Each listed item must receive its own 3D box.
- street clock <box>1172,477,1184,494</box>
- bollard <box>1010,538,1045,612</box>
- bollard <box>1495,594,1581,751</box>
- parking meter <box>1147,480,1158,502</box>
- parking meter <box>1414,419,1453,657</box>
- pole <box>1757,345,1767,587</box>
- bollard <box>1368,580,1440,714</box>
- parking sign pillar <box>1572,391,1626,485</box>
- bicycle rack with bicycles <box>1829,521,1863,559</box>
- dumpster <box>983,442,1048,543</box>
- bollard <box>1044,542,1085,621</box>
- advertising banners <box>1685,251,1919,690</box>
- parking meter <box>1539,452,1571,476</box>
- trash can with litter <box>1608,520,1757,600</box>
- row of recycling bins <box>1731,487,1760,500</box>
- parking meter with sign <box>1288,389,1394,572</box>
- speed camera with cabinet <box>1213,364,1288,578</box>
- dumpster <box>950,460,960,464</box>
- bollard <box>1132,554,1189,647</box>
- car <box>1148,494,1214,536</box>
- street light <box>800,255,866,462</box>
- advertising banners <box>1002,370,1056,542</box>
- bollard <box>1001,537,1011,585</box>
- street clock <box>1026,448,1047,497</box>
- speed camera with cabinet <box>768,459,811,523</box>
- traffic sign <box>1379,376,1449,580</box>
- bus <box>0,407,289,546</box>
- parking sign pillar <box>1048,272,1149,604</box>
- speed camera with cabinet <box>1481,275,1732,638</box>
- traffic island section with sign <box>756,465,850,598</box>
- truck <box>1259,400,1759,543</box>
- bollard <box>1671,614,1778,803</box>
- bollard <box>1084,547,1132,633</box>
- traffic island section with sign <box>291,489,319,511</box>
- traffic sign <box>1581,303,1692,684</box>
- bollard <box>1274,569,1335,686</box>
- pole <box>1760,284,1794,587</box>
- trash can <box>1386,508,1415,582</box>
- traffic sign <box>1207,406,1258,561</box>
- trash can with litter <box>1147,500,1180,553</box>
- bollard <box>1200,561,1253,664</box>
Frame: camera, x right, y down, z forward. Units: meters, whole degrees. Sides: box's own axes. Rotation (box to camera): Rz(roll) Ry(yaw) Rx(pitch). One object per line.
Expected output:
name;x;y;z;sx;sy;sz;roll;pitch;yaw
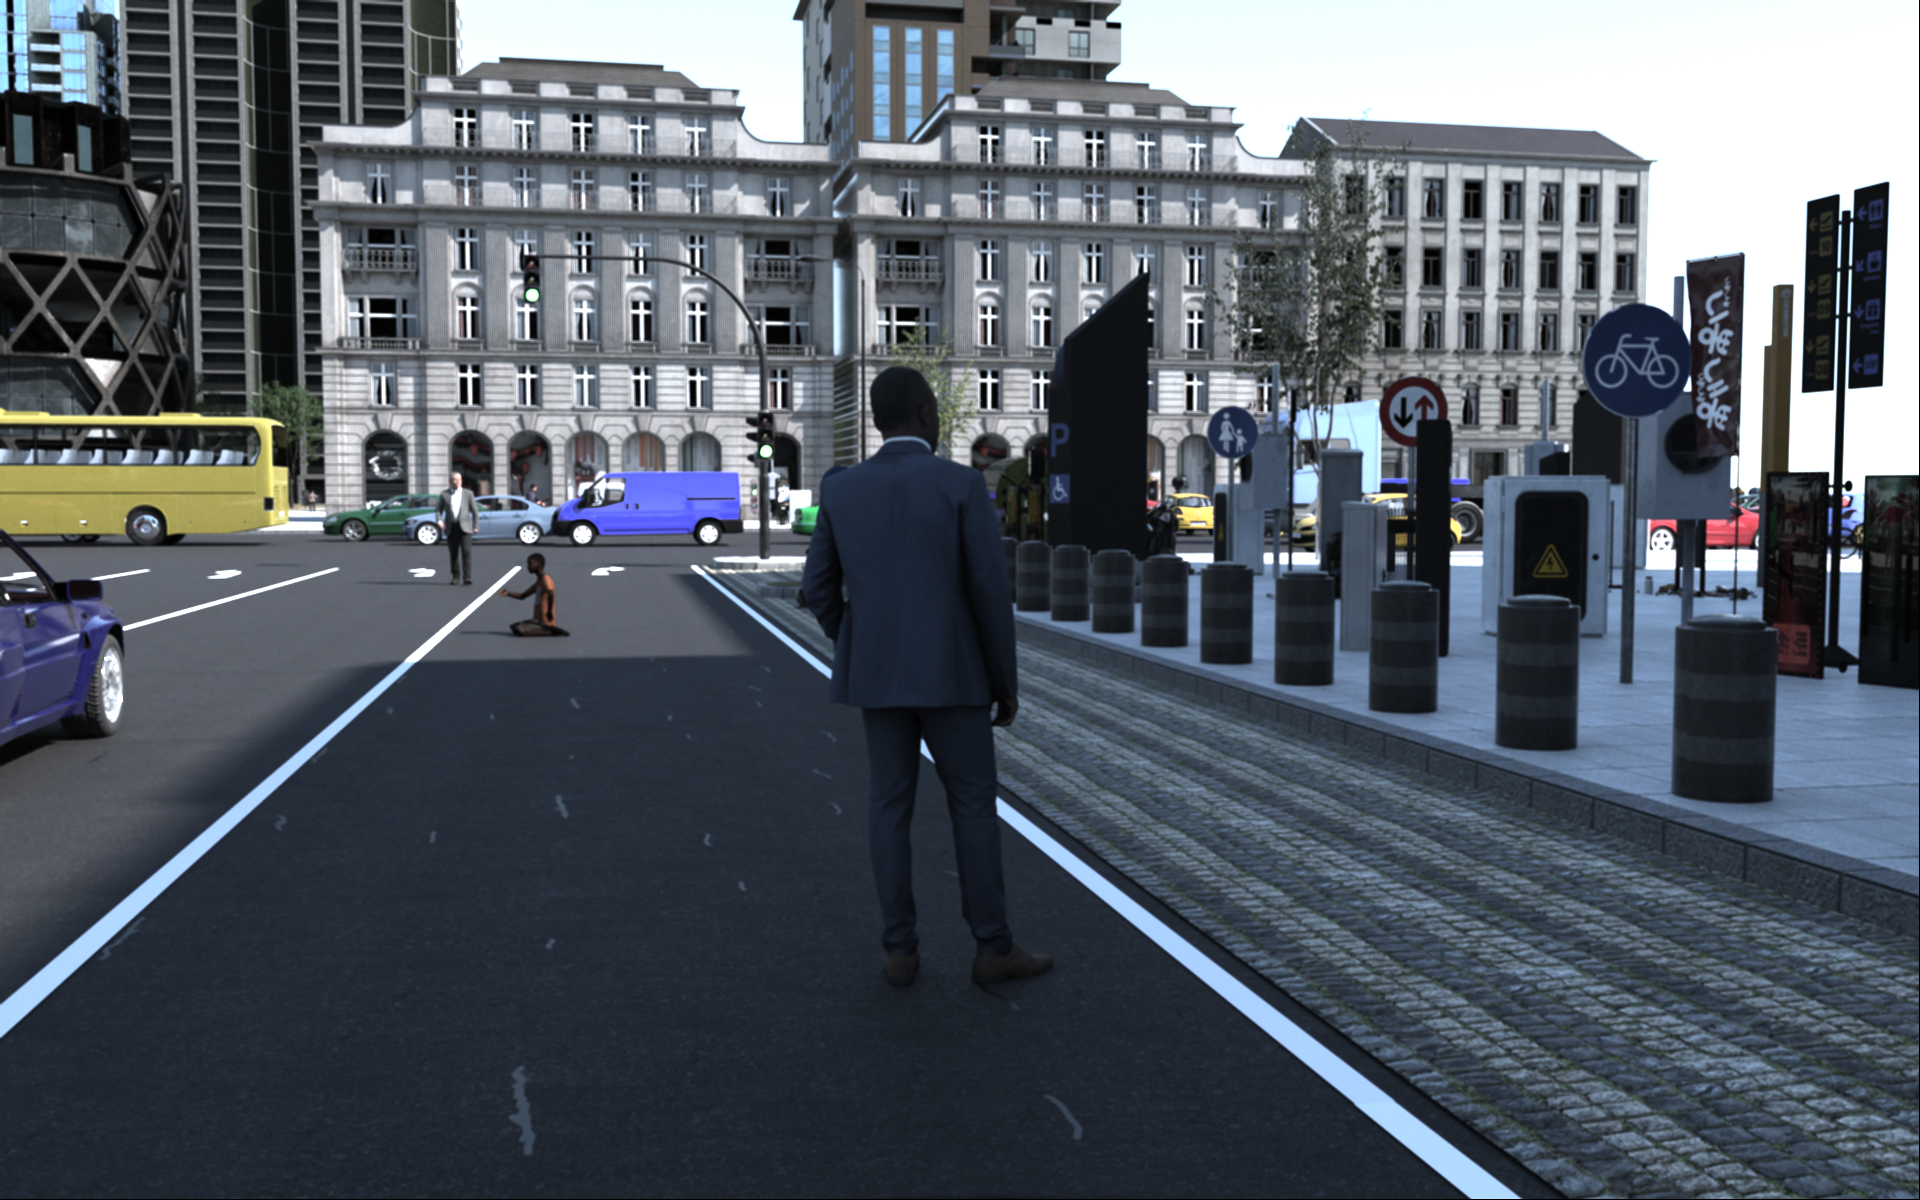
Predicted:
street clock;9.298;-4.244;73.953;0.471;2.002;0.358;-2;4;-28
bollard;0.821;-0.266;19.060;0.404;0.777;0.398;0;3;0
bollard;2.942;0.361;8.822;0.404;0.777;0.398;0;3;0
parking meter;7.999;-4.043;71.818;0.399;1.863;0.255;2;4;28
parking meter;3.761;-0.493;13.775;0.255;1.863;0.399;1;4;19
pole;11.094;-1.831;23.781;0.158;3.312;0.155;0;3;0
bollard;2.637;0.271;10.293;0.404;0.777;0.398;0;3;0
parking sign pillar;12.976;-2.841;34.917;1.447;3.967;1.447;-2;4;-26
bicycle rack with bicycles;18.878;-1.233;33.545;2.852;0.926;2.925;-1;4;-22
dumpster;1.210;-1.875;33.143;1.502;2.255;1.985;-1;4;-12
bollard;1.128;-0.177;17.604;0.404;0.777;0.398;0;3;0
advertising banners;5.880;-0.973;12.100;0.090;3.025;2.074;-2;4;-26
parking meter;8.291;-1.131;24.205;0.255;1.863;0.399;-1;4;-23
trash can with litter;9.298;-0.649;21.670;1.678;1.210;2.233;-1;4;-13
row of recycling bins;46.719;-5.731;100.815;3.534;1.692;1.069;2;4;31
parking meter with sign;6.349;-1.992;28.828;1.738;3.016;0.543;0;4;5
speed camera with cabinet;4.538;-2.010;27.198;0.660;3.252;2.038;-1;4;-8
dumpster;-0.480;-1.464;29.700;1.264;1.857;1.865;-1;4;-12
bollard;1.735;0.003;14.668;0.404;0.777;0.398;0;3;0
car;7.764;-3.100;60.908;2.015;1.641;3.980;-1;4;-10
street light;-2.429;-3.757;33.963;1.470;5.913;1.316;-1;4;-12
advertising banners;1.084;-1.770;25.135;0.090;3.025;2.074;-2;4;-23
bollard;0.523;-0.355;20.525;0.404;0.777;0.398;0;3;0
street clock;1.202;-1.396;27.397;0.358;2.002;0.471;0;4;-5
speed camera with cabinet;-7.641;-5.032;76.614;2.038;3.252;0.660;-1;4;-12
traffic sign;4.890;-1.142;18.775;0.768;2.556;0.104;0;4;-4
bus;-25.227;-3.443;47.832;12.252;3.916;2.896;-1;4;-11
parking sign pillar;1.666;-1.981;20.859;1.447;3.967;1.447;-3;5;-40
speed camera with cabinet;5.826;-1.302;15.620;2.038;3.252;0.660;0;4;1
traffic island section with sign;-1.865;-0.974;24.545;1.989;1.847;2.006;-1;4;-12
truck;17.299;-3.787;51.679;18.799;4.110;2.967;-1;4;-13
bollard;3.245;0.450;7.353;0.404;0.777;0.398;0;3;0
bollard;1.431;-0.087;16.137;0.404;0.777;0.398;0;3;0
traffic island section with sign;-55.992;-8.530;148.095;1.989;1.847;2.006;-1;4;-12
traffic sign;4.523;-0.708;11.681;0.768;2.556;0.104;0;4;-5
bollard;2.337;0.181;11.750;0.404;0.777;0.398;0;3;0
pole;8.009;-1.413;16.946;0.158;3.312;0.155;0;3;0
trash can;4.480;-0.371;17.717;0.748;1.137;0.748;0;3;0
traffic sign;3.941;-1.533;25.178;0.768;2.556;0.104;-1;4;-9
trash can with litter;3.408;-1.206;31.113;1.055;1.170;0.624;3;4;36
bollard;2.034;0.092;13.208;0.404;0.777;0.398;0;3;0
